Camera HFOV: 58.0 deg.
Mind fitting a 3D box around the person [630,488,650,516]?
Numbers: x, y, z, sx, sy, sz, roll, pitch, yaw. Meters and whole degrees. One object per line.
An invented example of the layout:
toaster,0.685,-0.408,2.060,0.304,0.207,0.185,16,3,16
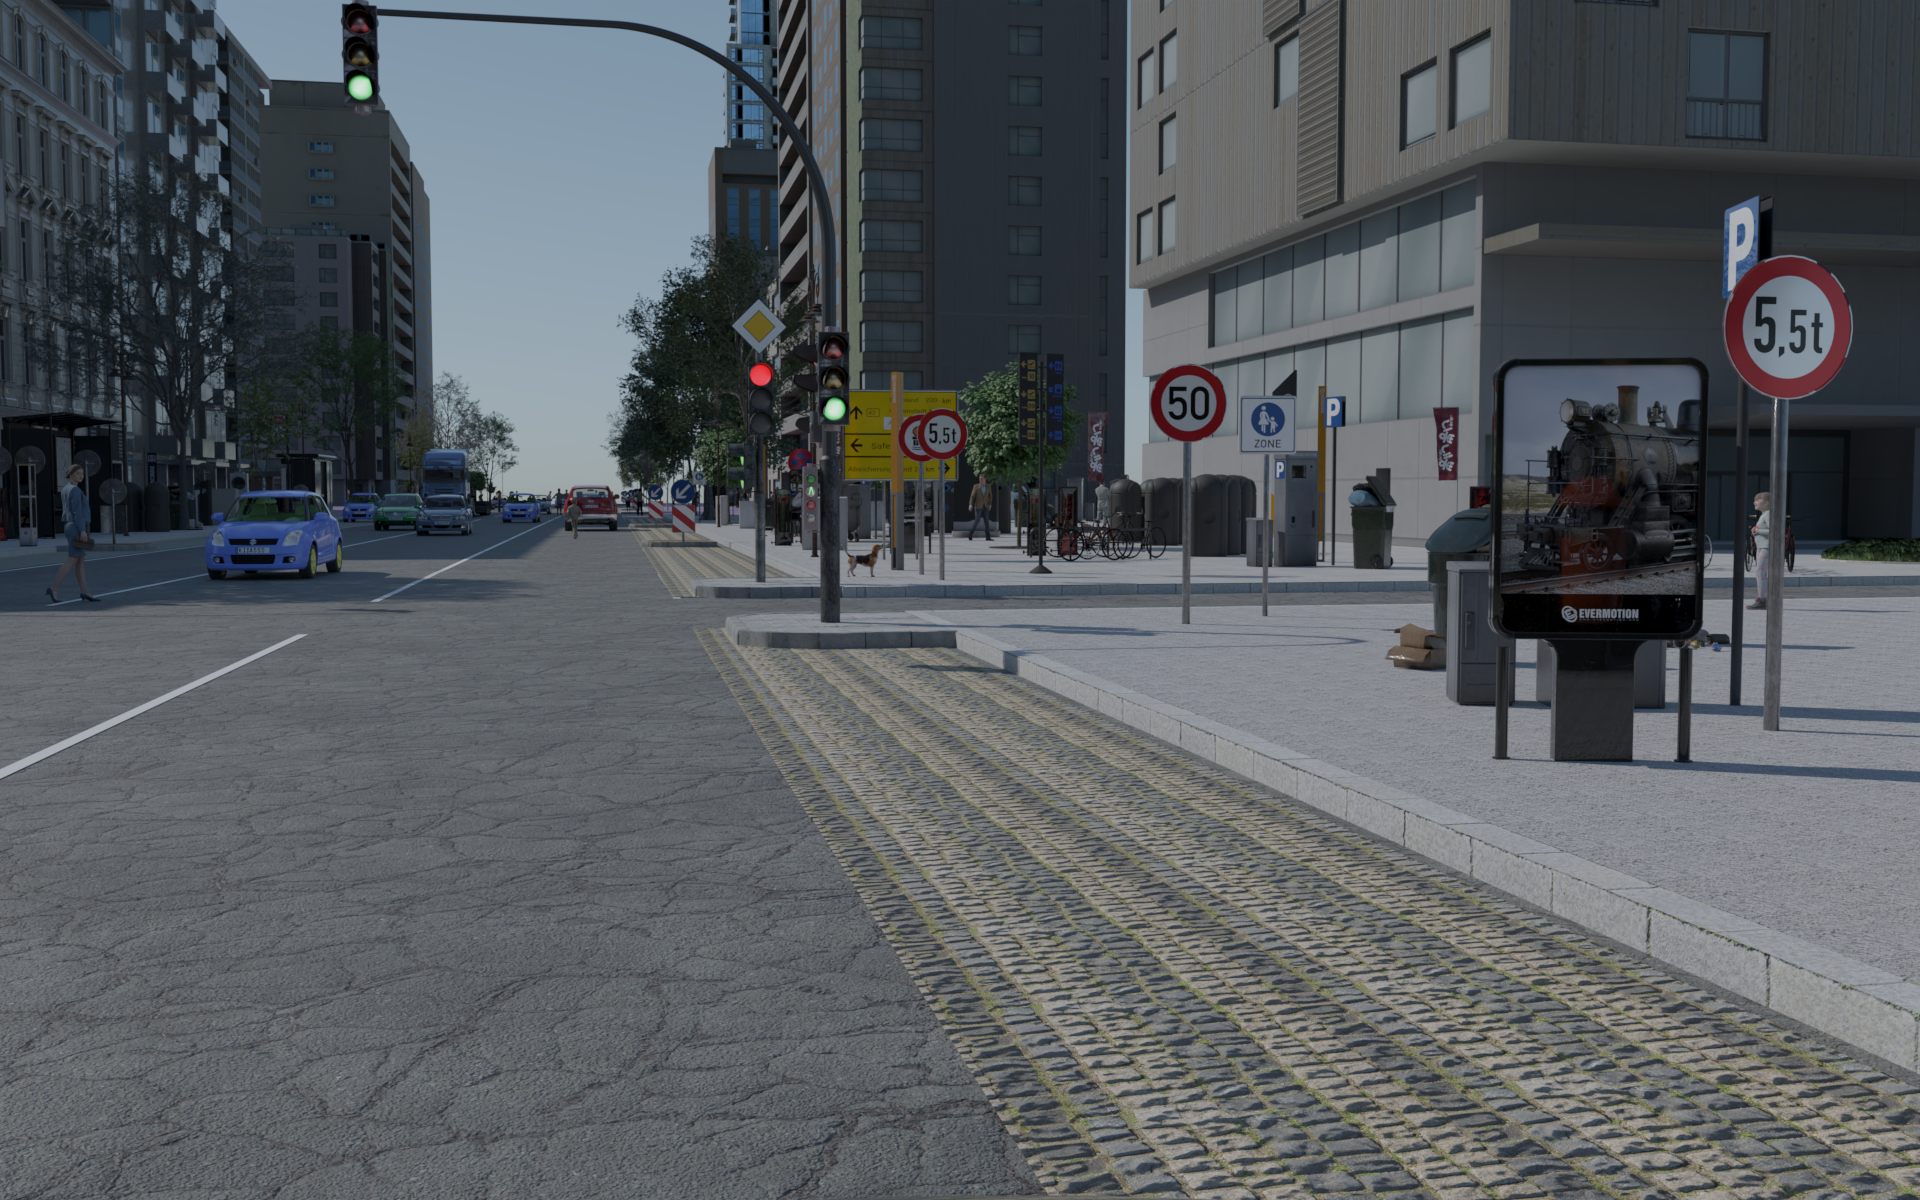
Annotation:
person,-21.088,-6.458,114.097,1.348,1.823,0.705,0,4,-6

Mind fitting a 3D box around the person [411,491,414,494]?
person,-54.976,-10.109,173.927,0.705,1.807,1.348,3,5,40

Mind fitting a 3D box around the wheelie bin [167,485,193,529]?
wheelie bin,-28.247,-3.346,62.615,0.980,1.594,0.693,-1,4,-22

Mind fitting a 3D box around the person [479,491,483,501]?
person,-45.541,-9.505,164.715,0.445,1.727,0.742,0,4,-7

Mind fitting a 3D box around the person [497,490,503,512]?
person,-36.040,-7.745,135.833,0.721,1.736,1.217,0,4,2

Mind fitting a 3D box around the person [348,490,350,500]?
person,-59.324,-9.853,167.936,0.742,1.727,0.445,3,5,39

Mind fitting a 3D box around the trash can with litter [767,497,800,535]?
trash can with litter,-5.450,-2.657,54.827,1.055,1.170,0.624,-1,4,-17

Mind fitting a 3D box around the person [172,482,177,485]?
person,-33.471,-4.132,73.995,0.834,1.777,0.661,-2,4,-32

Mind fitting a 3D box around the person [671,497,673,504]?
person,-35.639,-12.674,214.080,0.721,1.723,1.217,-1,4,-16

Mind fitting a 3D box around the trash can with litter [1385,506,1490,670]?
trash can with litter,3.682,-0.092,12.896,1.055,1.170,0.624,-3,5,-42

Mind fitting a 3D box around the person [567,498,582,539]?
person,-12.391,-2.619,55.595,0.475,1.303,0.640,-2,4,-32

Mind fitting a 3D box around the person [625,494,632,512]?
person,-23.969,-6.946,125.258,0.799,1.438,0.628,3,4,38

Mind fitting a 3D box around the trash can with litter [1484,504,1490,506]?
trash can with litter,6.134,-0.469,19.051,1.055,1.170,0.624,-1,4,-18

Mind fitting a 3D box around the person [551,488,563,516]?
person,-26.506,-6.491,114.623,1.348,1.824,0.705,-3,5,-39

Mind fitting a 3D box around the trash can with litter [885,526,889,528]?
trash can with litter,-3.511,-3.309,65.154,2.233,1.210,1.678,-2,4,-31

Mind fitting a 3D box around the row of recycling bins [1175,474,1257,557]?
row of recycling bins,5.619,-1.817,36.817,1.069,1.692,3.534,1,4,22

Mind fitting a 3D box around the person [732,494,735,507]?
person,-22.978,-10.269,174.464,0.617,1.759,0.750,1,4,9

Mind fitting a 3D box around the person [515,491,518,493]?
person,-41.360,-9.339,161.914,0.721,1.735,1.217,2,4,30

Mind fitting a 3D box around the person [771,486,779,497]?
person,-11.270,-6.132,106.860,0.990,1.755,0.434,1,4,16

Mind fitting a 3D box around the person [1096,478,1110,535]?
person,4.546,-2.968,54.743,0.511,1.800,0.466,2,4,25

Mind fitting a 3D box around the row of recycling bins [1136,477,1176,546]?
row of recycling bins,5.529,-2.283,44.432,1.069,1.692,3.534,1,4,20

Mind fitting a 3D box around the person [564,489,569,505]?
person,-32.191,-8.150,141.769,1.348,1.823,0.705,-1,4,-21

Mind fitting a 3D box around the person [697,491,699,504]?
person,-34.686,-13.666,230.192,0.721,1.736,1.217,-1,4,-15

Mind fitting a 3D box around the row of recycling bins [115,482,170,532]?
row of recycling bins,-28.496,-3.163,58.833,3.534,1.692,1.069,1,4,12

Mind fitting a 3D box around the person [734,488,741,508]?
person,-20.059,-9.188,155.898,0.705,1.869,1.348,-3,4,-38

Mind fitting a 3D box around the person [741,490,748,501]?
person,-20.172,-9.544,162.099,1.348,1.822,0.705,3,5,41

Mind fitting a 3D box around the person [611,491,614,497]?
person,-34.675,-10.023,173.109,0.721,1.736,1.217,-2,4,-35

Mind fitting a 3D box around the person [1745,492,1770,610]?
person,8.924,-0.546,19.257,0.394,1.301,0.425,0,4,-5

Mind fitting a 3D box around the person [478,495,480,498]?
person,-66.545,-14.135,240.345,0.799,1.438,0.628,1,4,22

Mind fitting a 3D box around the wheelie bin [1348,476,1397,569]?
wheelie bin,7.063,-1.335,29.735,0.693,1.594,0.980,2,4,30

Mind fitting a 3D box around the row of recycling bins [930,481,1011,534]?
row of recycling bins,0.019,-3.043,56.868,3.534,1.692,1.069,1,4,22

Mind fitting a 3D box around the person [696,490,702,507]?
person,-25.764,-9.961,168.919,1.348,1.822,0.705,1,4,16

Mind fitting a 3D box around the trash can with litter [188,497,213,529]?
trash can with litter,-29.150,-3.271,64.540,2.233,1.210,1.678,-1,4,-12

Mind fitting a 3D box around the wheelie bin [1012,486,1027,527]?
wheelie bin,2.385,-3.601,66.789,0.693,1.594,0.980,1,4,13

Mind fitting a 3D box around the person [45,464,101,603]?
person,-11.746,-0.879,22.895,0.654,1.822,0.581,-2,4,-26

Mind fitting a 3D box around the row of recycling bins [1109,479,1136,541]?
row of recycling bins,5.679,-2.508,48.126,3.534,1.692,1.069,-2,4,-34

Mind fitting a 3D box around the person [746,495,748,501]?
person,-23.399,-11.057,190.062,0.421,1.427,0.697,-1,4,-12

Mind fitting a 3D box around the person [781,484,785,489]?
person,-10.251,-5.709,99.289,0.836,1.842,0.656,-2,4,-29

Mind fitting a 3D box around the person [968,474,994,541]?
person,0.555,-2.543,47.528,0.836,1.842,0.656,3,4,37

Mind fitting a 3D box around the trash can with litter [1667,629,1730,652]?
trash can with litter,5.695,-0.225,14.731,2.233,1.210,1.678,-2,4,-27

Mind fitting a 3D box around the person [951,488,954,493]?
person,0.065,-2.958,54.657,0.529,1.795,0.600,-2,4,-35

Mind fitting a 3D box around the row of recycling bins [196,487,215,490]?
row of recycling bins,-38.915,-5.036,89.454,1.069,1.692,3.534,-1,4,-22

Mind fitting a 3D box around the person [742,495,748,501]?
person,-23.307,-11.073,187.634,0.434,1.755,0.990,-3,4,-37

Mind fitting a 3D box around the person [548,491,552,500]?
person,-36.314,-8.810,153.480,0.436,1.711,0.756,1,4,18

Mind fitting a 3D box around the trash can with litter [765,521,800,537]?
trash can with litter,-4.938,-2.504,51.991,2.233,1.210,1.678,3,4,36
